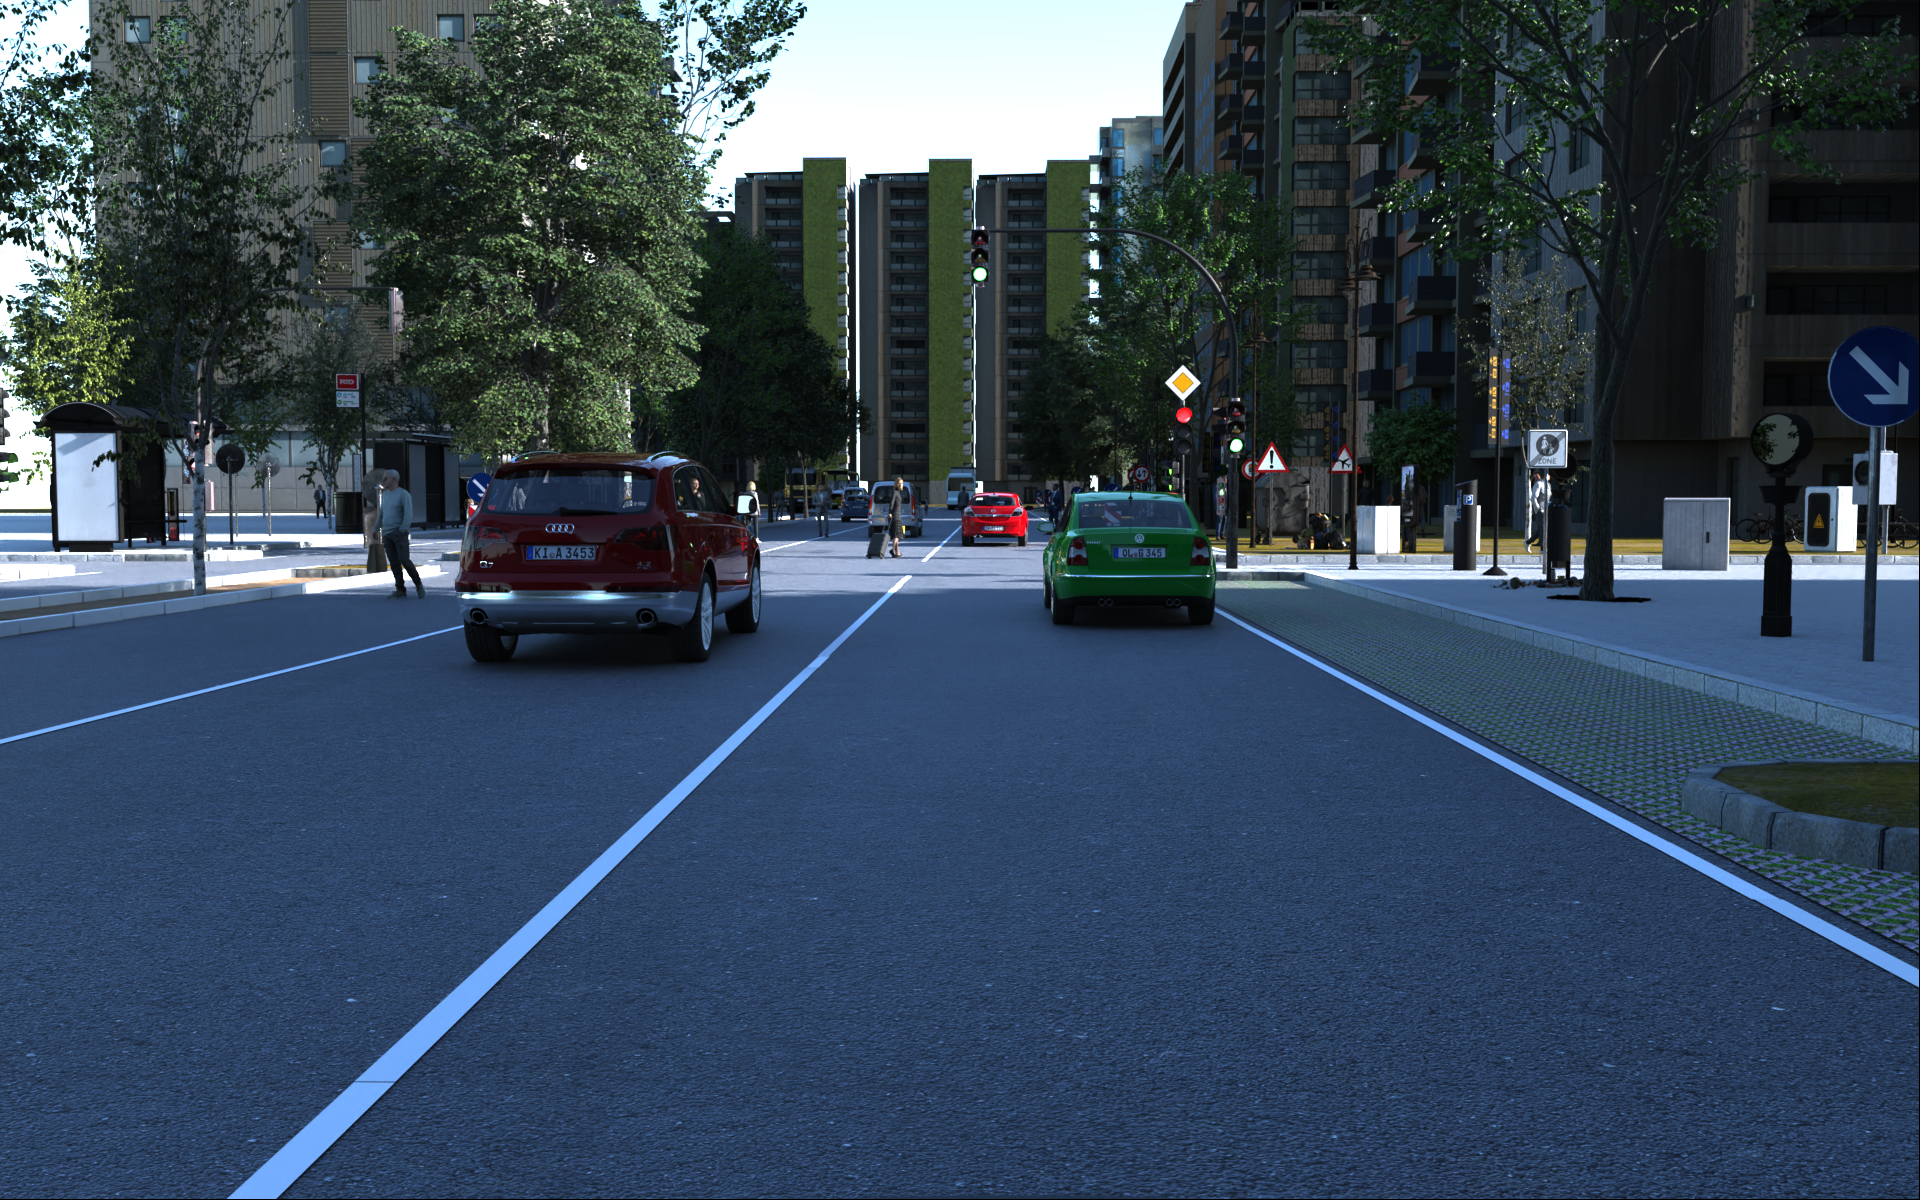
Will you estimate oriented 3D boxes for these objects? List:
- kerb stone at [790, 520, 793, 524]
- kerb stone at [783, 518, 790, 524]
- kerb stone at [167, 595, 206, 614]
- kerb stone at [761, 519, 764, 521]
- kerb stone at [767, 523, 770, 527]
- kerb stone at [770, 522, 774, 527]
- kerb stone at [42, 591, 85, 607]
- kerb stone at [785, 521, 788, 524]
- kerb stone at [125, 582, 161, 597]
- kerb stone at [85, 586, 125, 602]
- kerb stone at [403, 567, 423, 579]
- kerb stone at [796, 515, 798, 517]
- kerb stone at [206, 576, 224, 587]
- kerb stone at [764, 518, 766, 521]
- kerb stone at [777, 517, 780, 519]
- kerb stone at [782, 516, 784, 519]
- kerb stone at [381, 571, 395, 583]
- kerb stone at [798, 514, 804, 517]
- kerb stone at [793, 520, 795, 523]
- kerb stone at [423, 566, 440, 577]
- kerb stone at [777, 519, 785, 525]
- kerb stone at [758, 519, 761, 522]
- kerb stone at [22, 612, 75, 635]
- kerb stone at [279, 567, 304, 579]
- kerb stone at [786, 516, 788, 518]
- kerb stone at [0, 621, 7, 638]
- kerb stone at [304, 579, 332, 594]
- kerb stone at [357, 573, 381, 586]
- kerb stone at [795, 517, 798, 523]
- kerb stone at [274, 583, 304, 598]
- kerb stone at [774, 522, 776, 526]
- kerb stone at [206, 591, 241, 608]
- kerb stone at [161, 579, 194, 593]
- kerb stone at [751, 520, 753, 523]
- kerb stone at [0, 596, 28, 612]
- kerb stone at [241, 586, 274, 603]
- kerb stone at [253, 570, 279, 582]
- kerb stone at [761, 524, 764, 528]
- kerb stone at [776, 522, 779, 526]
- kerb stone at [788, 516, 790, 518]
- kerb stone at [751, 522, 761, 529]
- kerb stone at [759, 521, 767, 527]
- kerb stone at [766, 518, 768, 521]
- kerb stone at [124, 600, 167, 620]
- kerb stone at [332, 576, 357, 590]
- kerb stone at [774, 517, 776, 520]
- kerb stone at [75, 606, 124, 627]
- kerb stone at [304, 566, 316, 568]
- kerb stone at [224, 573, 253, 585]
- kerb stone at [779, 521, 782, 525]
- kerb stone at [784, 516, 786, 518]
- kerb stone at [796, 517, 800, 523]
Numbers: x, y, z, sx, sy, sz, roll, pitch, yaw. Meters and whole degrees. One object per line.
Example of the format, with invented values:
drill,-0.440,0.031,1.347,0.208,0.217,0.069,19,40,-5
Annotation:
kerb stone,-8.274,-3.727,83.228,0.120,0.150,1.000,0,4,1
kerb stone,-8.303,-3.668,82.201,0.120,0.150,1.000,0,4,1
kerb stone,-9.538,0.062,21.182,0.120,0.150,1.000,0,4,1
kerb stone,-10.264,-4.050,88.409,0.120,0.150,1.000,0,4,1
kerb stone,-8.455,-3.226,75.038,0.120,0.150,1.000,0,4,1
kerb stone,-8.419,-3.292,76.060,0.120,0.150,1.000,0,4,1
kerb stone,-11.625,-0.006,22.301,0.120,0.150,1.000,0,4,1
kerb stone,-8.319,-3.606,81.175,0.120,0.150,1.000,0,4,1
kerb stone,-11.570,-0.132,24.353,0.120,0.150,1.000,0,4,1
kerb stone,-11.595,-0.064,23.323,0.120,0.150,1.000,0,4,1
kerb stone,-9.373,-0.439,29.381,0.120,0.150,1.000,0,4,1
kerb stone,-9.950,-4.987,103.791,0.120,0.150,1.000,0,4,1
kerb stone,-11.533,-0.257,26.398,0.120,0.150,1.000,0,4,1
kerb stone,-10.251,-4.113,89.442,0.120,0.150,1.000,0,4,1
kerb stone,-10.114,-4.489,95.586,0.120,0.150,1.000,0,4,1
kerb stone,-10.098,-4.548,96.608,0.120,0.150,1.000,0,4,1
kerb stone,-9.392,-0.377,28.359,0.120,0.150,1.000,0,4,1
kerb stone,-9.889,-5.178,106.859,0.120,0.150,1.000,0,4,1
kerb stone,-8.253,-3.795,84.257,0.120,0.150,1.000,0,4,1
kerb stone,-9.352,-0.502,30.403,0.120,0.150,1.000,0,4,1
kerb stone,-8.337,-3.545,80.153,0.120,0.150,1.000,0,4,1
kerb stone,-10.289,-3.987,87.386,0.120,0.150,1.000,0,4,1
kerb stone,-9.608,0.252,18.116,0.120,0.150,1.000,0,4,1
kerb stone,-11.465,-0.445,29.465,0.120,0.150,1.000,0,4,1
kerb stone,-10.055,-4.677,98.660,0.120,0.150,1.000,0,4,1
kerb stone,-9.622,0.312,17.090,0.120,0.150,1.000,0,4,1
kerb stone,-9.455,-0.185,25.269,0.120,0.150,1.000,0,4,1
kerb stone,-9.416,-0.312,27.325,0.120,0.150,1.000,0,4,1
kerb stone,-8.229,-3.859,85.284,0.120,0.150,1.000,0,4,1
kerb stone,-9.483,-0.126,24.247,0.120,0.150,1.000,0,4,1
kerb stone,-8.405,-3.357,77.087,0.120,0.150,1.000,0,4,1
kerb stone,-9.525,-0.001,22.204,0.120,0.150,1.000,0,4,1
kerb stone,-11.555,-0.195,25.376,0.120,0.150,1.000,0,4,1
kerb stone,-10.329,-3.861,85.342,0.120,0.150,1.000,0,4,1
kerb stone,-11.643,0.057,21.274,0.120,0.150,1.000,0,4,1
kerb stone,-9.509,-0.059,23.226,0.120,0.150,1.000,0,4,1
kerb stone,-11.493,-0.382,28.442,0.120,0.150,1.000,0,4,1
kerb stone,-8.491,-3.106,72.991,0.120,0.150,1.000,0,4,1
kerb stone,-8.380,-3.420,78.108,0.120,0.150,1.000,0,4,1
kerb stone,-10.036,-4.737,99.689,0.120,0.150,1.000,0,4,1
kerb stone,-8.504,-3.036,71.966,0.120,0.150,1.000,0,4,1
kerb stone,-8.462,-3.169,74.016,0.120,0.150,1.000,0,4,1
kerb stone,-10.223,-4.167,90.464,0.120,0.150,1.000,0,4,1
kerb stone,-9.565,0.126,20.160,0.120,0.150,1.000,0,4,1
kerb stone,-9.439,-0.250,26.291,0.120,0.150,1.000,0,4,1
kerb stone,-10.158,-4.364,93.541,0.120,0.150,1.000,0,4,1
kerb stone,-9.576,0.187,19.138,0.120,0.150,1.000,0,4,1
kerb stone,-11.441,-0.507,30.491,0.120,0.150,1.000,0,4,1
kerb stone,-11.512,-0.317,27.420,0.120,0.150,1.000,0,4,1
kerb stone,-8.362,-3.479,79.131,0.120,0.150,1.000,0,4,1
kerb stone,-10.080,-4.611,97.638,0.120,0.150,1.000,0,4,1
kerb stone,-8.212,-3.921,86.306,0.120,0.150,1.000,0,4,1
